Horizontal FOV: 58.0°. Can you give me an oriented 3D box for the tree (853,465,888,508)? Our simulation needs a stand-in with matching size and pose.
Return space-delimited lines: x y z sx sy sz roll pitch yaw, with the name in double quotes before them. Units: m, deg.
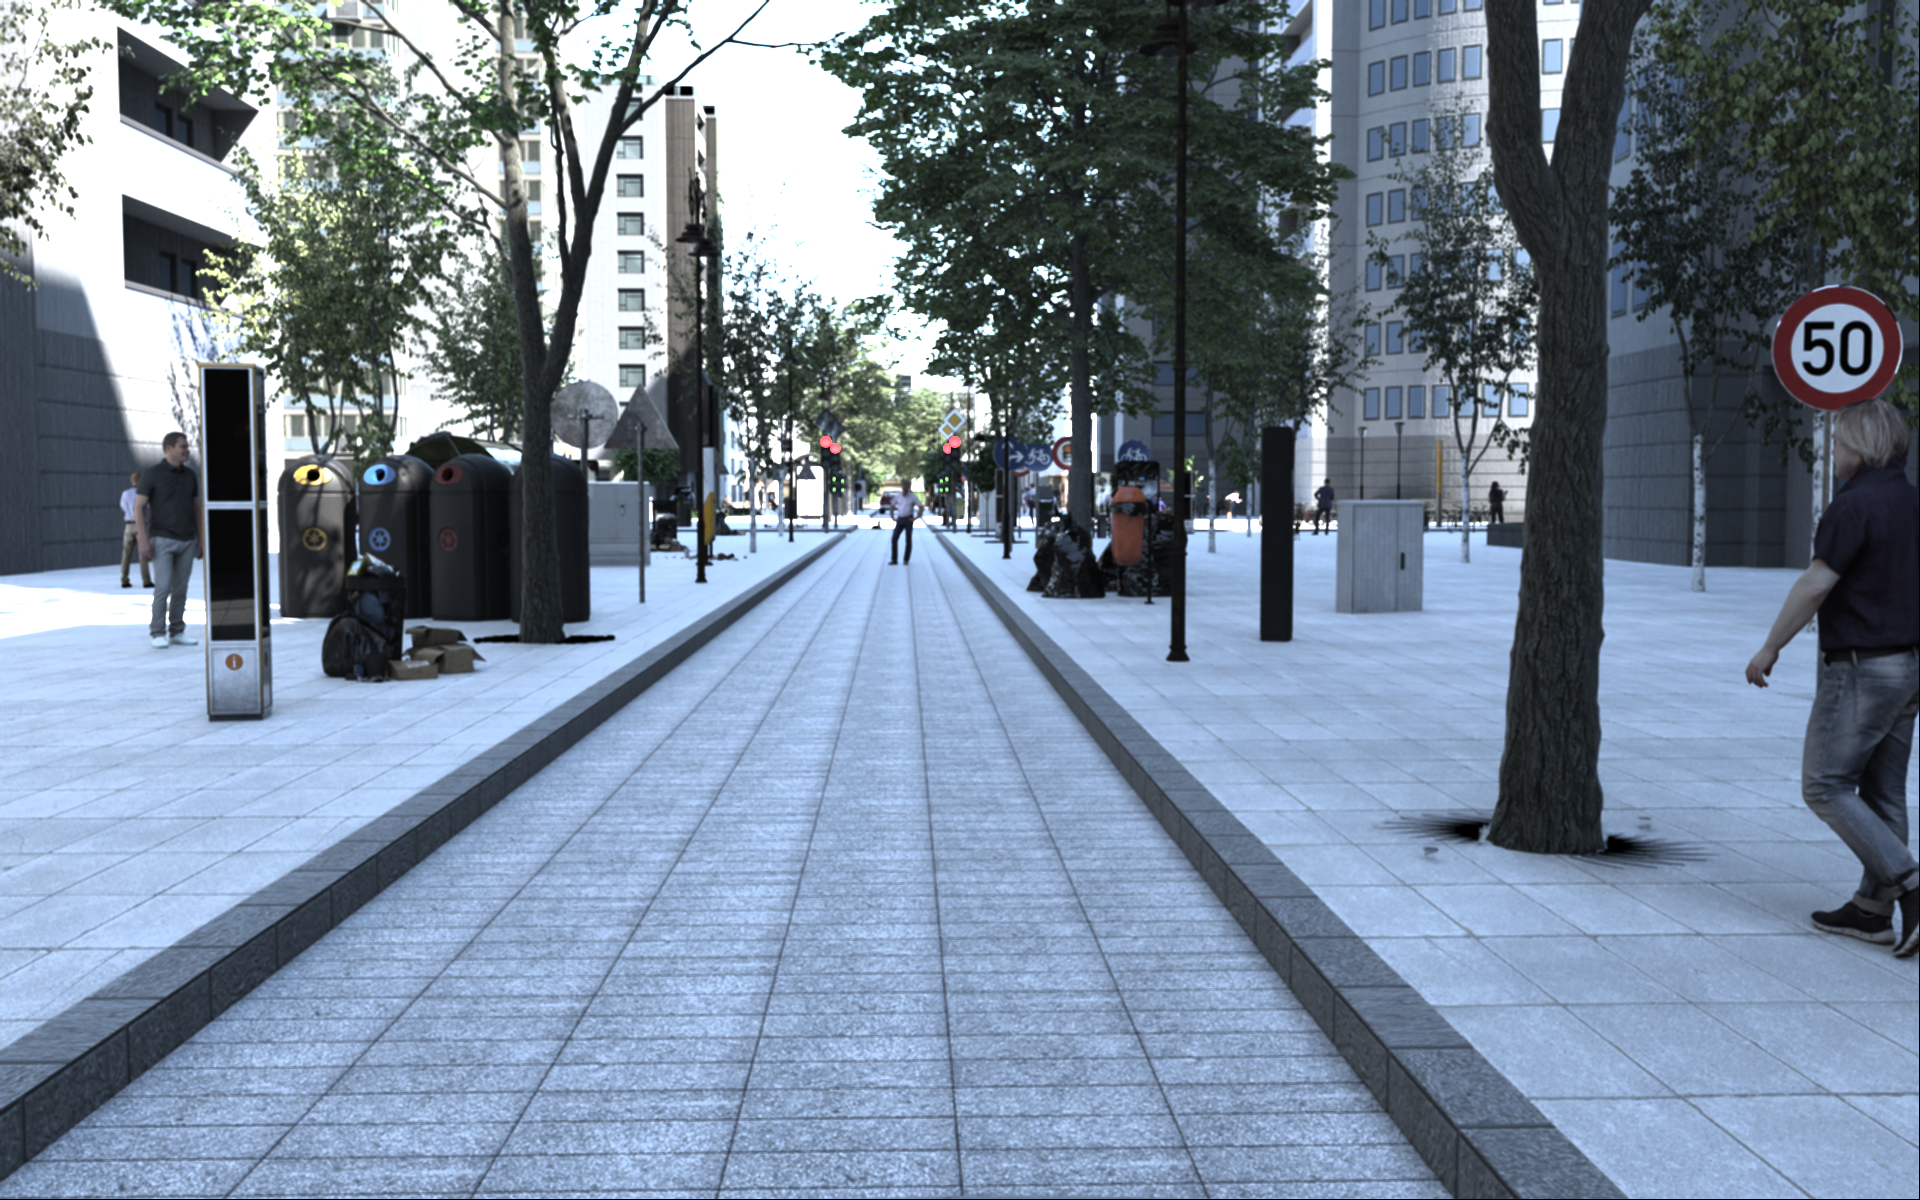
"tree" -8.450 -10.890 161.761 4.285 4.588 4.351 0 3 0

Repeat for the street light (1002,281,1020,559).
"street light" 0.927 -3.761 34.272 0.468 5.910 1.993 0 4 -2

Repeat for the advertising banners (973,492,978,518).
"advertising banners" 1.118 -5.950 93.465 0.090 3.025 2.074 2 4 24

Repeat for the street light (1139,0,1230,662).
"street light" 1.678 -2.469 13.161 0.468 5.910 1.993 0 4 -2

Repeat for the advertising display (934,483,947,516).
"advertising display" -1.052 -5.851 100.872 0.974 1.923 0.123 0 4 -8

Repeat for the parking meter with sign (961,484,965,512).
"parking meter with sign" 0.276 -7.558 119.833 0.543 3.016 1.738 0 4 0

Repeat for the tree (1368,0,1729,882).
"tree" 2.090 -4.898 5.837 9.928 11.665 9.643 0 3 0

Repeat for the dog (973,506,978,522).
"dog" 0.788 -4.053 80.641 0.800 0.831 0.513 -3 4 -36

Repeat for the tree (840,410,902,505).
"tree" -11.040 -17.687 206.190 9.611 12.733 9.660 0 3 0

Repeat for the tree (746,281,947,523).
"tree" -6.086 -8.699 76.638 7.601 10.594 8.767 -2 4 -32

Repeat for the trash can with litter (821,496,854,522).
"trash can with litter" -6.078 -4.232 80.258 2.233 1.210 1.678 0 4 5

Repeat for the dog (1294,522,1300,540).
"dog" 9.347 -1.934 48.449 0.406 0.507 0.540 0 4 -2

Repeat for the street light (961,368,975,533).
"street light" 0.285 -5.111 56.361 0.468 5.910 1.993 0 4 -2

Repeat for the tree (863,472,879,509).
"tree" -8.093 -9.674 152.769 1.663 3.219 1.824 0 3 0

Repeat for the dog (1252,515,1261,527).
"dog" 11.835 -3.301 68.346 0.800 0.831 0.513 0 4 -5

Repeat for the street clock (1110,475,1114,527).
"street clock" 5.850 -3.812 66.892 0.471 2.002 0.358 -2 4 -25

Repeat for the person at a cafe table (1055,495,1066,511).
"person at a cafe table" 7.384 -7.755 135.307 1.698 1.524 1.622 1 4 12

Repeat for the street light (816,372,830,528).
"street light" -5.113 -5.630 64.841 0.468 5.910 1.993 0 4 -2

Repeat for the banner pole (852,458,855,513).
"banner pole" -7.386 -7.881 118.879 0.401 3.779 0.863 0 4 2

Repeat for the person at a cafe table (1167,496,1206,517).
"person at a cafe table" 12.429 -5.317 95.440 1.622 1.524 1.698 2 4 23

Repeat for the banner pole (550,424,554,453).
"banner pole" -13.010 -3.941 54.457 0.401 3.779 0.863 2 4 26

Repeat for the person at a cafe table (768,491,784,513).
"person at a cafe table" -12.447 -6.732 118.578 1.622 1.524 1.698 0 4 7

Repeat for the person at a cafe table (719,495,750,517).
"person at a cafe table" -12.667 -5.299 97.506 1.726 1.238 1.698 1 4 17

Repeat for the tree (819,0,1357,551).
"tree" 1.794 -6.545 25.136 7.486 12.596 7.792 0 3 0

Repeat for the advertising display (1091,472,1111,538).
"advertising display" 4.125 -2.762 50.373 0.123 1.923 0.974 3 4 37

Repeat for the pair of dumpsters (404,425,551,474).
"pair of dumpsters" -6.267 -1.249 22.907 1.574 2.255 4.437 0 4 -2

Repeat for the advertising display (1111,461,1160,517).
"advertising display" 3.433 -1.739 33.649 0.974 1.923 0.123 -2 4 -26

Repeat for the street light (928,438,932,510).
"street light" -1.796 -8.907 118.424 0.468 5.910 1.993 0 4 -2

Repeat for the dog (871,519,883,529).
"dog" -3.335 -3.062 70.256 0.550 0.427 0.748 -1 4 -9

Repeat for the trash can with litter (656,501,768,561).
"trash can with litter" -4.967 -1.408 34.073 1.678 1.210 2.233 -2 4 -24

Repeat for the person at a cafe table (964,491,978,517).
"person at a cafe table" 0.554 -5.401 96.822 1.698 1.524 1.622 3 5 42

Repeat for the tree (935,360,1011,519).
"tree" 0.467 -8.405 87.782 4.360 8.622 3.978 0 3 0

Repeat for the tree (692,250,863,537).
"tree" -5.589 -6.215 51.972 4.737 8.622 4.395 0 3 0

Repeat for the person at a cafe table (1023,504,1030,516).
"person at a cafe table" 4.521 -5.520 101.113 1.698 1.238 1.726 -2 4 -28

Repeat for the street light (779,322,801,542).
"street light" -4.528 -4.496 46.291 0.468 5.910 1.993 0 4 -2

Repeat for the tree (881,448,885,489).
"tree" -8.028 -12.004 146.630 4.360 8.622 3.978 0 3 0

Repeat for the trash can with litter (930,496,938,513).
"trash can with litter" -1.117 -6.356 114.977 2.233 1.210 1.678 -1 4 -10

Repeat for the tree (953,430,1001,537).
"tree" 0.914 -3.506 51.929 1.663 3.219 1.824 0 3 0

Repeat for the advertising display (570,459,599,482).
"advertising display" -7.061 -1.655 32.266 0.123 1.923 0.974 2 4 24

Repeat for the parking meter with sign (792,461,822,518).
"parking meter with sign" -8.104 -5.879 92.389 1.738 3.016 0.543 -1 4 -16

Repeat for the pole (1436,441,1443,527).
"pole" 18.425 -4.449 66.582 0.158 3.312 0.155 0 3 0

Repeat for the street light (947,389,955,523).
"street light" -0.348 -6.263 75.185 0.468 5.910 1.993 0 4 -2

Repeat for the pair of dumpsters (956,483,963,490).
"pair of dumpsters" -0.324 -7.521 125.456 1.574 2.255 4.437 0 4 -2

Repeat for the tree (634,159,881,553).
"tree" -4.713 -5.334 37.573 4.360 8.622 3.978 0 3 0

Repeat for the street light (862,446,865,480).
"street light" -7.260 -9.518 128.408 0.468 5.910 1.993 0 4 -2

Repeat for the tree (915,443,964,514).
"tree" -1.179 -7.821 111.579 4.285 4.588 4.351 0 3 0

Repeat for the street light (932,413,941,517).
"street light" -1.161 -7.588 96.847 0.468 5.910 1.993 0 4 -2

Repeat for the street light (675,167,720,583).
"street light" -3.756 -3.191 24.962 0.468 5.910 1.993 0 4 -2

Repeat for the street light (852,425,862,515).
"street light" -6.475 -8.227 107.298 0.468 5.910 1.993 0 4 -2

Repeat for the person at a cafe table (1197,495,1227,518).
"person at a cafe table" 13.491 -4.962 91.984 1.726 1.238 1.698 -1 4 -12

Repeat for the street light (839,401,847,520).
"street light" -5.847 -6.929 86.080 0.468 5.910 1.993 0 4 -2

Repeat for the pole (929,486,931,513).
"pole" -2.065 -7.709 119.878 0.158 3.312 0.155 0 3 0

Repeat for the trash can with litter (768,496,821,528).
"trash can with litter" -6.739 -3.340 65.672 2.233 1.210 1.678 1 4 20
